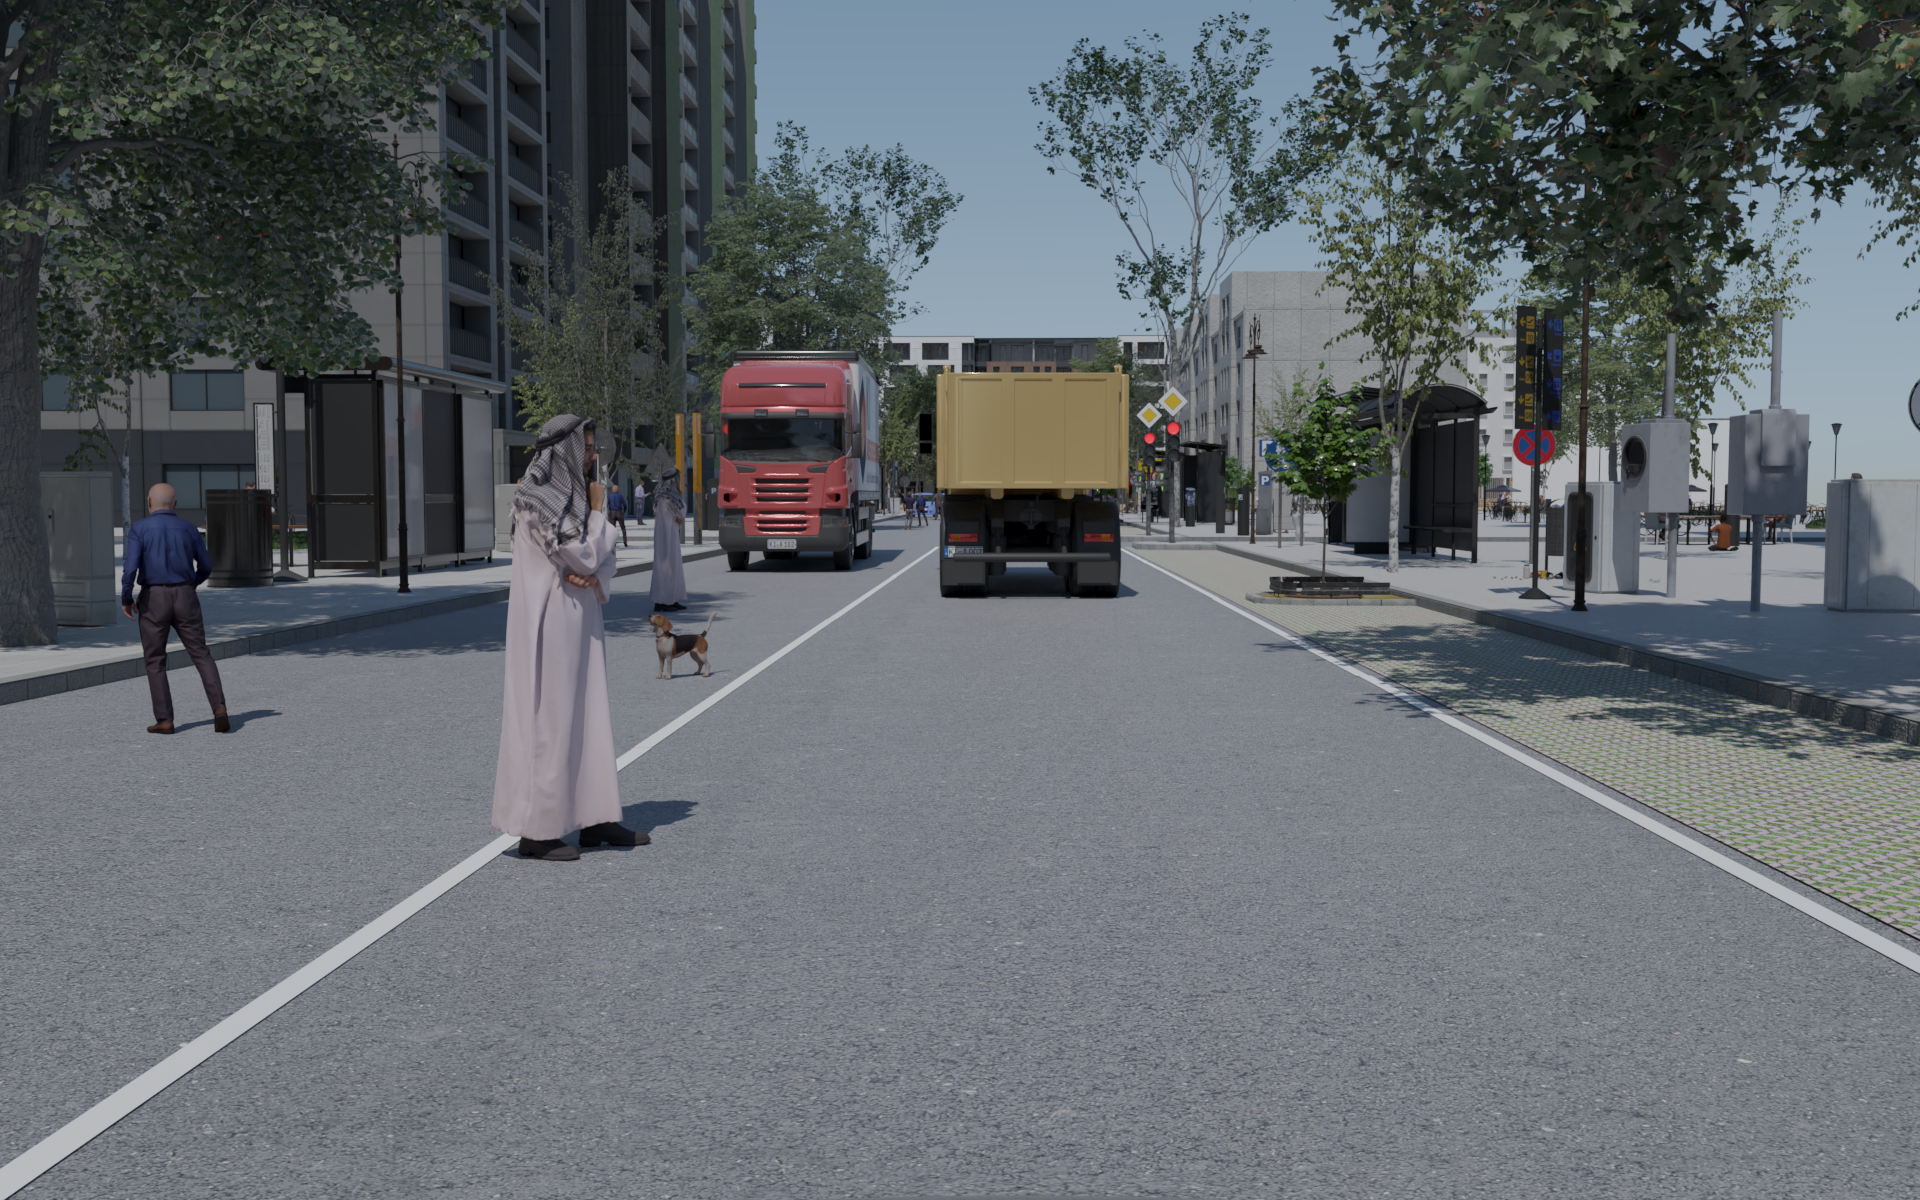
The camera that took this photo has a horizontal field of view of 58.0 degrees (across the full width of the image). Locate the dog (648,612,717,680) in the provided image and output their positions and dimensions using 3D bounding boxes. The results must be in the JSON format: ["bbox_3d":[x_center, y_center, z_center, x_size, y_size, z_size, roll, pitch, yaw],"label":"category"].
[{"bbox_3d":[-2.160,0.354,13.497,0.406,0.507,0.540,0,4,7],"label":"dog"}]

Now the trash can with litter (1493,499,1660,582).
[{"bbox_3d":[9.270,-0.903,25.819,1.678,1.210,2.233,-3,5,-40],"label":"trash can with litter"}]

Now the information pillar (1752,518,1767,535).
[{"bbox_3d":[25.314,-3.076,54.789,0.304,2.012,0.304,-2,4,-33],"label":"information pillar"}]

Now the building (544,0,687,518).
[{"bbox_3d":[-22.999,-19.617,92.438,14.160,30.474,14.107,0,4,2],"label":"building"}]

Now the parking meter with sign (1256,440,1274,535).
[{"bbox_3d":[9.634,-3.573,54.672,0.543,3.016,1.738,1,4,15],"label":"parking meter with sign"}]

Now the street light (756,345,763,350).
[{"bbox_3d":[-6.147,-4.955,53.808,0.468,5.910,1.993,0,4,2],"label":"street light"}]

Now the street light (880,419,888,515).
[{"bbox_3d":[-4.589,-8.070,104.732,0.468,5.910,1.993,0,4,2],"label":"street light"}]

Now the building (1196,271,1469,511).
[{"bbox_3d":[30.193,-17.091,145.899,16.747,18.905,31.486,0,4,2],"label":"building"}]

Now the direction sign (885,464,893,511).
[{"bbox_3d":[-5.306,-8.343,128.404,0.876,3.537,0.379,-2,4,-26],"label":"direction sign"}]

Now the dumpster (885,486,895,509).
[{"bbox_3d":[-5.277,-7.180,123.155,1.264,1.857,1.865,0,4,2],"label":"dumpster"}]

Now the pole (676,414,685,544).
[{"bbox_3d":[-7.137,-3.080,44.196,0.158,3.312,0.155,0,3,0],"label":"pole"}]

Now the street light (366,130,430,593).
[{"bbox_3d":[-7.240,-3.033,22.382,0.468,5.910,1.993,0,4,2],"label":"street light"}]

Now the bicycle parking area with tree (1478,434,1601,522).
[{"bbox_3d":[27.997,-5.886,83.237,8.231,4.147,9.016,2,4,31],"label":"bicycle parking area with tree"}]

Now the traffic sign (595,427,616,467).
[{"bbox_3d":[-6.926,-2.009,32.954,0.768,2.556,0.104,0,4,3],"label":"traffic sign"}]

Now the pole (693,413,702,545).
[{"bbox_3d":[-6.619,-3.046,43.653,0.158,3.312,0.155,0,3,0],"label":"pole"}]

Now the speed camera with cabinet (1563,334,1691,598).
[{"bbox_3d":[8.480,-1.699,22.109,0.660,3.252,2.038,-1,4,-9],"label":"speed camera with cabinet"}]

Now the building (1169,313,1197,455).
[{"bbox_3d":[31.183,-19.012,177.310,16.747,18.905,31.486,0,4,2],"label":"building"}]

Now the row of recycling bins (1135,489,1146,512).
[{"bbox_3d":[13.047,-7.053,122.430,1.069,1.692,3.534,1,4,18],"label":"row of recycling bins"}]

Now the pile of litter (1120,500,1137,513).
[{"bbox_3d":[11.436,-6.320,117.289,1.176,0.858,1.719,-3,4,-39],"label":"pile of litter"}]

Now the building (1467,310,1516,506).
[{"bbox_3d":[51.257,-20.050,184.231,11.380,20.091,16.016,0,4,2],"label":"building"}]

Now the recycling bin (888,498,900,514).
[{"bbox_3d":[-4.375,-6.243,114.621,0.722,1.027,0.722,-1,4,-9],"label":"recycling bin"}]

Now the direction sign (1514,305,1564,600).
[{"bbox_3d":[7.039,-1.780,21.104,0.876,3.537,0.379,-2,4,-35],"label":"direction sign"}]

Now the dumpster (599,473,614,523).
[{"bbox_3d":[-9.696,-2.380,44.678,1.264,1.857,1.865,0,4,2],"label":"dumpster"}]

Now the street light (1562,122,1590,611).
[{"bbox_3d":[6.806,-2.817,18.852,0.468,5.910,1.993,0,4,2],"label":"street light"}]

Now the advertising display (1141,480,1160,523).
[{"bbox_3d":[8.529,-4.432,77.681,0.974,1.923,0.123,3,5,44],"label":"advertising display"}]

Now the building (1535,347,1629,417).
[{"bbox_3d":[80.148,-22.778,228.845,11.380,20.091,16.016,0,4,2],"label":"building"}]

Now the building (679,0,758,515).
[{"bbox_3d":[-22.130,-26.761,121.141,14.154,41.232,14.086,0,4,2],"label":"building"}]

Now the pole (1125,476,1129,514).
[{"bbox_3d":[11.004,-7.355,114.090,0.158,3.312,0.155,0,3,0],"label":"pole"}]

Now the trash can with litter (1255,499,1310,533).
[{"bbox_3d":[10.453,-2.801,56.849,2.233,1.210,1.678,0,4,-5],"label":"trash can with litter"}]

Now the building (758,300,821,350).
[{"bbox_3d":[-21.870,-18.816,164.059,16.016,20.091,11.380,0,4,2],"label":"building"}]

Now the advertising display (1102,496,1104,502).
[{"bbox_3d":[9.441,-6.687,114.544,0.123,1.923,0.974,1,4,10],"label":"advertising display"}]

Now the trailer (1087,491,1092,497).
[{"bbox_3d":[6.567,-5.229,92.546,1.471,1.999,3.904,0,4,2],"label":"trailer"}]

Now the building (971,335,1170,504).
[{"bbox_3d":[18.556,-24.012,236.573,32.646,21.610,27.936,0,4,2],"label":"building"}]

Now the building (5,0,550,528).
[{"bbox_3d":[-27.025,-38.863,73.658,20.563,71.187,20.611,0,4,2],"label":"building"}]

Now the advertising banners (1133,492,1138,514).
[{"bbox_3d":[11.651,-7.172,113.454,0.090,3.025,2.074,1,4,20],"label":"advertising banners"}]

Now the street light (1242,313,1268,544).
[{"bbox_3d":[7.535,-4.382,44.430,0.468,5.910,1.993,0,4,2],"label":"street light"}]

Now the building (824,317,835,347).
[{"bbox_3d":[-19.142,-20.181,186.371,11.380,20.091,16.016,0,4,2],"label":"building"}]

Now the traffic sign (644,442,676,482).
[{"bbox_3d":[-7.498,-2.654,43.402,0.884,2.594,0.081,0,4,5],"label":"traffic sign"}]

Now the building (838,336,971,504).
[{"bbox_3d":[-14.059,-24.102,238.049,32.646,21.610,27.936,0,4,2],"label":"building"}]

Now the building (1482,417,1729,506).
[{"bbox_3d":[71.093,-15.019,187.705,28.070,9.664,9.099,0,4,2],"label":"building"}]

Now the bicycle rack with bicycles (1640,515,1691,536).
[{"bbox_3d":[21.175,-2.467,53.715,2.925,0.926,2.852,3,5,40],"label":"bicycle rack with bicycles"}]

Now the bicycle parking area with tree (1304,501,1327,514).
[{"bbox_3d":[25.021,-7.617,111.545,8.231,4.147,9.016,-3,4,-37],"label":"bicycle parking area with tree"}]

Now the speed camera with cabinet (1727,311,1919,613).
[{"bbox_3d":[9.558,-1.507,18.968,2.038,3.252,0.660,0,4,6],"label":"speed camera with cabinet"}]

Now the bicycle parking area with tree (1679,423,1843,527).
[{"bbox_3d":[32.872,-5.081,70.079,8.231,4.147,9.016,1,4,9],"label":"bicycle parking area with tree"}]

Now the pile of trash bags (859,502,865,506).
[{"bbox_3d":[-6.067,-5.248,95.554,1.912,1.369,3.447,3,5,41],"label":"pile of trash bags"}]

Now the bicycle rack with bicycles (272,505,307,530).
[{"bbox_3d":[-22.261,-2.590,55.735,2.925,0.926,2.852,3,5,43],"label":"bicycle rack with bicycles"}]

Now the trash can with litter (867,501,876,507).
[{"bbox_3d":[-4.895,-4.811,90.041,1.055,1.170,0.624,1,4,15],"label":"trash can with litter"}]

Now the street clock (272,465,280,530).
[{"bbox_3d":[-17.085,-2.365,43.245,0.358,2.002,0.471,-1,4,-10],"label":"street clock"}]
